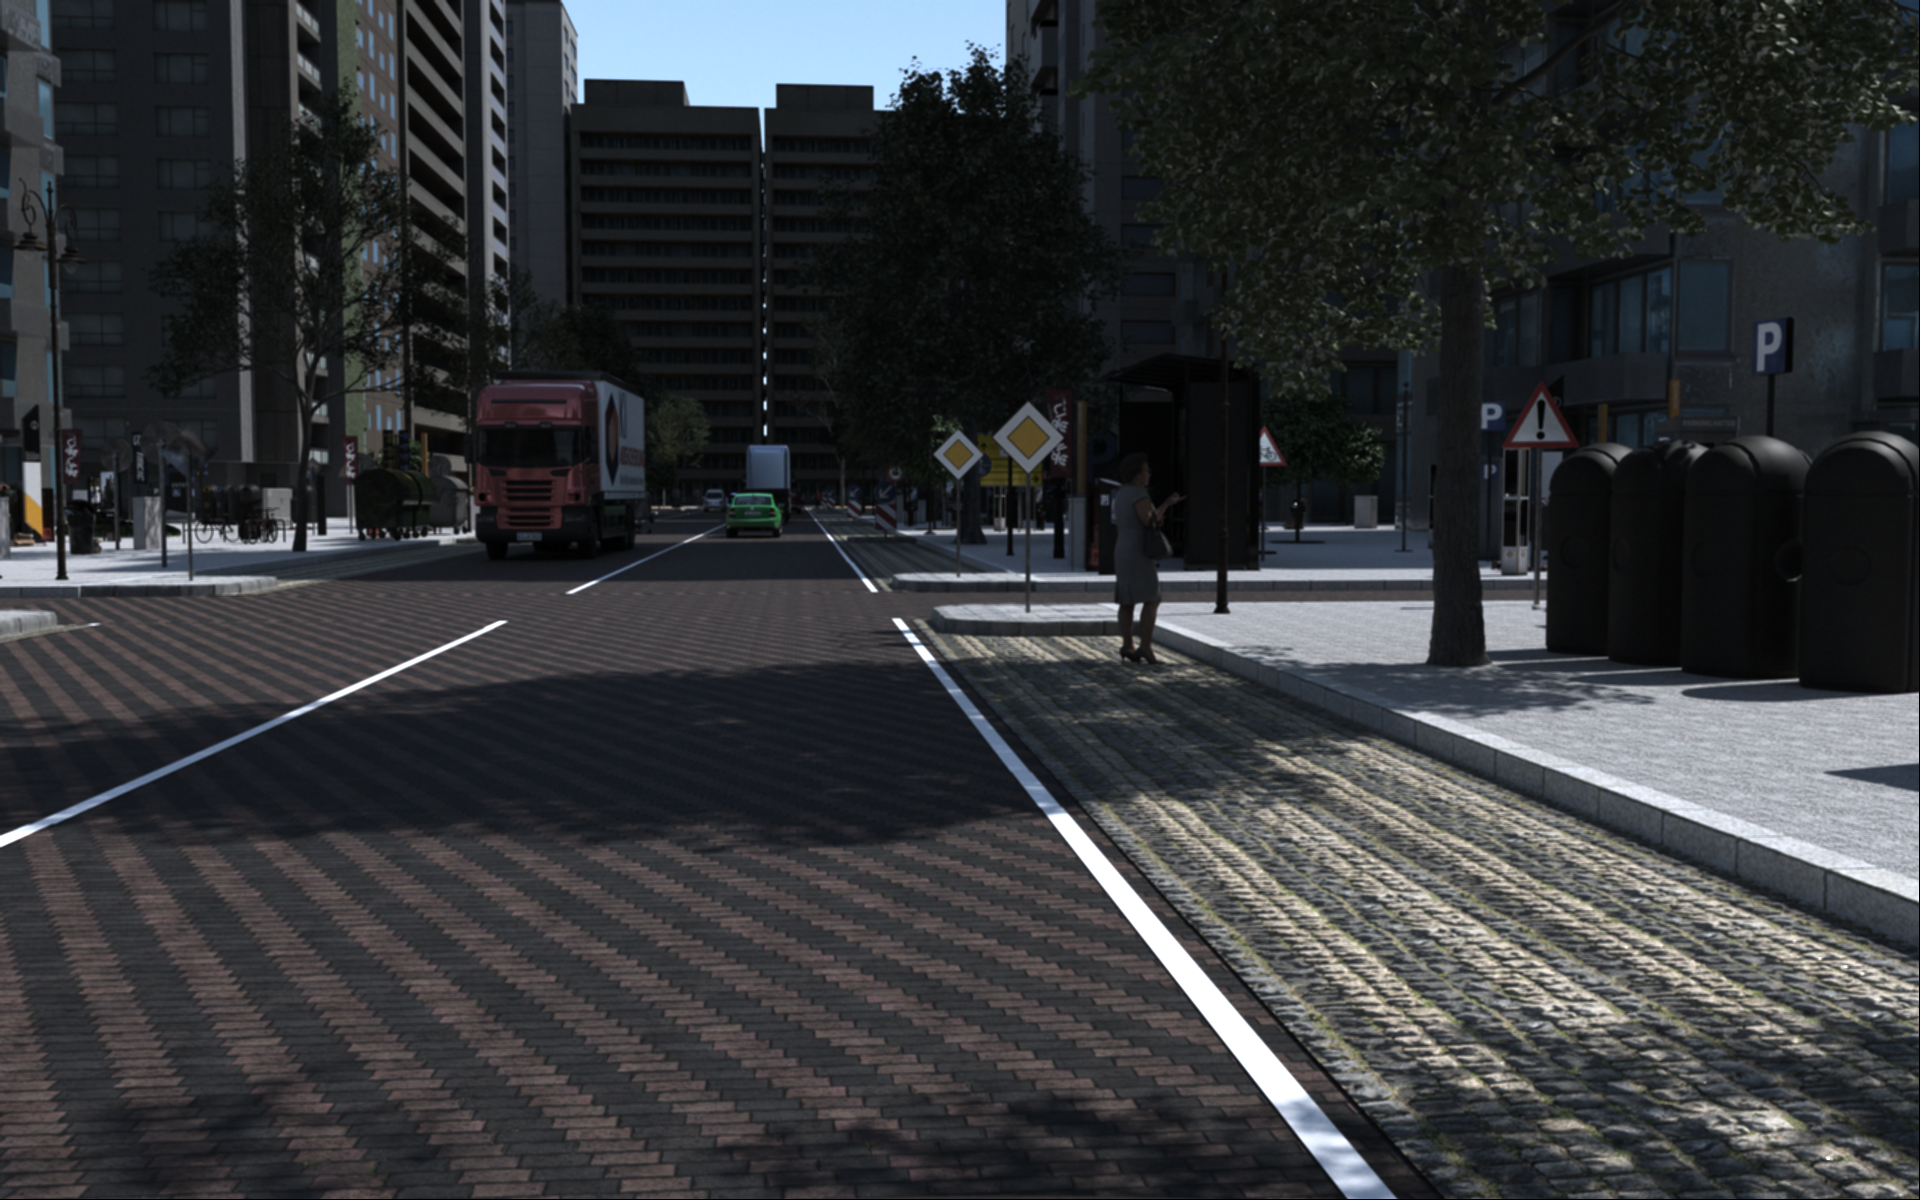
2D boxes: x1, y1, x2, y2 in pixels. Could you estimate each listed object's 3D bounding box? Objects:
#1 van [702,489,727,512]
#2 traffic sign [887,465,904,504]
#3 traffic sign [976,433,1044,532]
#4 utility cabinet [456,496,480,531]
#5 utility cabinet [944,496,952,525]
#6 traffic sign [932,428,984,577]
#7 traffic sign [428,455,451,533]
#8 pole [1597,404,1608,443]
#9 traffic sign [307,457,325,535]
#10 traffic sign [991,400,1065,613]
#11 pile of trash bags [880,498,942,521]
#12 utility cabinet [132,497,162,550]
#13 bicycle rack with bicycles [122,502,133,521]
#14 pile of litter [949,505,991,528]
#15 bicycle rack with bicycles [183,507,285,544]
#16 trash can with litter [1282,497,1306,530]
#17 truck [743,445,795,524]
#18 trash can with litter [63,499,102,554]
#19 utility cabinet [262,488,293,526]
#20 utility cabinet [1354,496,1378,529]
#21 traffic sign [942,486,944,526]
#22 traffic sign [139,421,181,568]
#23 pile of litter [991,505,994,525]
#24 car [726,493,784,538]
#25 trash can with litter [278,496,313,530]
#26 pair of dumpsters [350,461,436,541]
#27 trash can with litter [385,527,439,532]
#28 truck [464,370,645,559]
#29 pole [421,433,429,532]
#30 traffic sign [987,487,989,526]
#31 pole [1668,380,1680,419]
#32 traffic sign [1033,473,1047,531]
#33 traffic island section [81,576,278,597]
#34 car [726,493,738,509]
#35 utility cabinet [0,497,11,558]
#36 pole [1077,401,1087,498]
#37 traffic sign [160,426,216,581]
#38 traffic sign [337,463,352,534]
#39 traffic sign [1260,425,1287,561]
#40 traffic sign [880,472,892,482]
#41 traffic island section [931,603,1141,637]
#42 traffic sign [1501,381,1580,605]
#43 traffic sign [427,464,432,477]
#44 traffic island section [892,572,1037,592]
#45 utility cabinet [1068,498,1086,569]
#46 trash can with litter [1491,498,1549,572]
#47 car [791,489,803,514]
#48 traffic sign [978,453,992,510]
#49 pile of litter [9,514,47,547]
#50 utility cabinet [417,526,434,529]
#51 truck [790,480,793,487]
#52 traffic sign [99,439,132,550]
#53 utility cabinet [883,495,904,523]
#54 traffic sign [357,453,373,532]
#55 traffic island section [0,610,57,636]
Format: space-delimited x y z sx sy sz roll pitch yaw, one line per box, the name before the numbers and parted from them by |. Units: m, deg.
van | -19.871 -8.159 140.409 2.013 2.044 4.112 0 4 -4
traffic sign | -2.730 -4.485 73.443 0.768 2.556 0.104 0 3 0
traffic sign | 1.656 -3.912 57.826 2.265 3.308 0.079 0 3 0
utility cabinet | -17.404 -3.065 61.268 0.306 1.237 1.020 2 4 35
utility cabinet | -0.510 -3.671 71.190 0.306 1.237 1.020 0 4 -5
traffic sign | -0.028 -1.405 26.616 0.795 2.450 0.064 0 4 -5
traffic sign | -17.042 -3.463 56.726 0.768 2.556 0.104 0 4 -1
pole | 14.490 -2.770 39.141 0.158 3.312 0.155 0 3 0
traffic sign | -20.315 -3.254 54.380 0.795 2.450 0.064 0 4 -1
traffic sign | 0.731 -0.919 18.667 0.795 2.450 0.064 0 4 -5
pile of trash bags | -2.782 -5.049 92.305 3.447 1.369 1.912 -3 5 -43
utility cabinet | -18.851 -1.773 40.157 0.306 1.237 1.020 0 4 -5
bicycle rack with bicycles | -38.873 -4.174 81.632 2.925 0.926 2.852 0 4 1
pile of litter | 0.109 -3.166 65.731 1.176 0.858 1.719 3 4 37
bicycle rack with bicycles | -18.913 -1.975 45.670 2.852 0.926 2.925 1 4 12
trash can with litter | 12.029 -3.132 62.594 0.624 1.170 1.055 -2 4 -24
truck | -10.144 -6.131 90.000 2.967 4.110 18.799 0 4 -5
trash can with litter | -18.761 -1.567 37.011 0.624 1.170 1.055 -1 4 -11
utility cabinet | -26.924 -3.651 68.378 0.318 1.500 1.173 2 4 29
utility cabinet | 15.045 -3.243 64.184 0.306 1.237 1.020 -2 4 -24
traffic sign | -0.696 -4.259 69.741 0.768 2.556 0.104 0 4 2
traffic sign | -13.897 -1.839 30.178 0.768 2.556 0.104 0 4 -3
pile of litter | 1.308 -3.500 71.182 1.719 0.858 1.176 1 4 22
car | -6.916 -3.028 58.309 1.959 1.807 4.718 0 4 -5
trash can with litter | -24.132 -3.117 62.026 2.233 1.210 1.678 -3 5 -39
pair of dumpsters | -16.179 -2.873 49.459 1.574 2.255 4.437 0 4 -5
trash can with litter | -19.078 -2.978 59.744 2.233 1.210 1.678 -1 4 -23
truck | -9.446 -3.221 41.585 2.839 4.237 11.283 0 4 -4
pole | -17.892 -3.919 57.911 0.158 3.312 0.155 0 3 0
traffic sign | 1.114 -4.254 69.658 0.768 2.556 0.104 0 4 3
pole | 12.730 -2.270 30.954 0.158 3.312 0.155 0 3 0
traffic sign | 2.570 -3.657 59.790 0.884 2.594 0.081 0 4 2
traffic island section | -11.395 -0.204 25.617 2.009 0.180 2.903 0 4 -5
car | -22.436 -9.966 172.538 1.945 1.707 3.694 0 4 -6
utility cabinet | -19.283 -1.417 34.324 0.306 1.237 1.020 0 4 5
pole | 2.669 -2.700 37.983 0.158 3.312 0.155 0 3 0
traffic sign | -11.373 -1.340 25.558 0.795 2.450 0.064 0 4 -5
traffic sign | -19.563 -3.399 55.583 0.884 2.594 0.081 0 4 1
traffic sign | 5.766 -2.013 32.916 0.884 2.594 0.081 0 4 1
traffic sign | -4.228 -6.064 99.248 0.768 2.556 0.104 0 4 -5
traffic island section | 0.754 0.216 18.746 2.009 0.180 2.903 0 4 -5
traffic sign | 6.684 -1.223 20.005 0.884 2.594 0.081 0 4 4
traffic sign | -22.765 -4.536 74.275 0.768 2.556 0.104 0 3 0
traffic island section | -0.005 -0.270 26.696 2.009 0.180 2.903 0 4 -5
utility cabinet | 2.168 -1.169 30.281 0.306 1.237 1.020 -1 4 -12
trash can with litter | 9.639 -1.114 29.273 1.678 1.210 2.233 -2 4 -33
car | -12.563 -7.168 125.874 2.281 1.827 5.304 0 4 -5
traffic sign | 0.576 -3.211 52.601 0.768 2.556 0.104 0 4 4
pile of litter | -23.269 -1.742 42.449 1.719 0.858 1.176 -3 5 -43
utility cabinet | -19.299 -3.108 61.983 1.020 1.237 0.306 0 4 -2
truck | -16.122 -9.906 150.875 2.839 4.237 11.283 0 4 -4
traffic sign | -19.384 -2.426 39.778 0.768 2.556 0.104 0 4 3
utility cabinet | -2.879 -4.029 77.038 1.020 1.237 0.306 1 4 9
traffic sign | -18.463 -3.256 53.335 0.768 2.556 0.104 0 4 -3
traffic island section | -10.636 0.282 17.668 2.009 0.180 2.903 0 4 -5
